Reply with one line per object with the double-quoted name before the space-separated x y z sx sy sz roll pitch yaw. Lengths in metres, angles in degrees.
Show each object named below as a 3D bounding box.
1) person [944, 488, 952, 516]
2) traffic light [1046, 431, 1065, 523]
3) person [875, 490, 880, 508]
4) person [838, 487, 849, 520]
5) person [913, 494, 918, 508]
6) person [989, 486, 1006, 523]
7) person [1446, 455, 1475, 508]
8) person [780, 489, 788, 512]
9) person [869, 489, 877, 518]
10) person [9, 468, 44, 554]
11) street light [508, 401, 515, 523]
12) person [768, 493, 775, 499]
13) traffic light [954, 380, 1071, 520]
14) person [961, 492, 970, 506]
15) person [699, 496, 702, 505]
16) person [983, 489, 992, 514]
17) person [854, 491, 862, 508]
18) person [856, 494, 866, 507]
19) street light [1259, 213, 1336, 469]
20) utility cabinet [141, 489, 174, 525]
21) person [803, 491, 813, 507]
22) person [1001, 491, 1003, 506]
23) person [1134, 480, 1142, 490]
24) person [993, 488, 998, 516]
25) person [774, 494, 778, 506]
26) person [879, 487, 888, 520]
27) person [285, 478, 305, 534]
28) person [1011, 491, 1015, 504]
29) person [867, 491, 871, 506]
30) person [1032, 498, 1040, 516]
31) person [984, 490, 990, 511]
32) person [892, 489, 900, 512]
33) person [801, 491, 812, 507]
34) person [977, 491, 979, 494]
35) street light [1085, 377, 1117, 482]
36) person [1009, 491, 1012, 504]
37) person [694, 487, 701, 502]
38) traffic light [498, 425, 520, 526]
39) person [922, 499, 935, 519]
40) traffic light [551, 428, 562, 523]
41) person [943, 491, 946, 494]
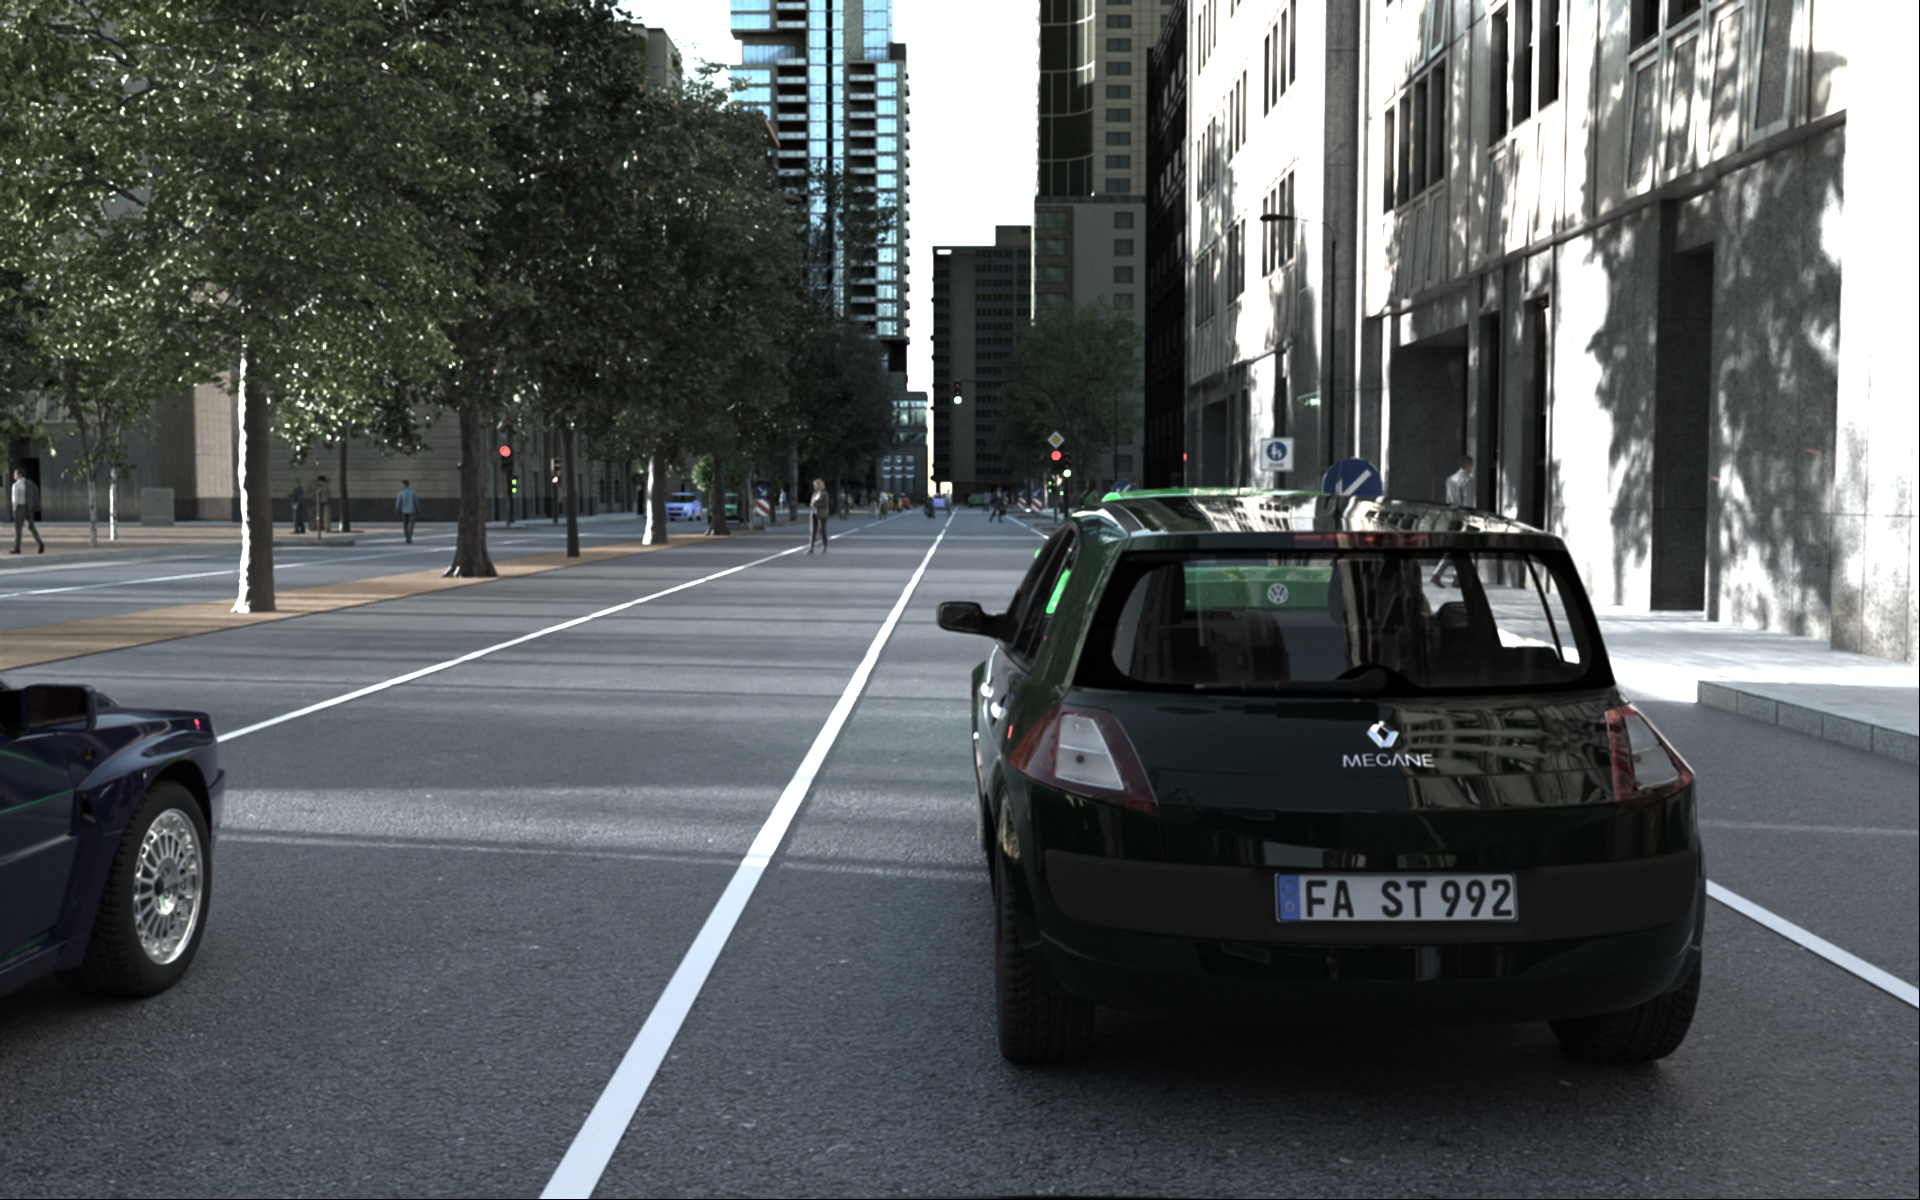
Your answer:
"person" -0.741 -6.336 112.324 0.478 1.798 0.641 3 5 40
"traffic light" 4.246 -5.392 77.078 0.839 4.253 0.868 0 4 0
"person" -8.958 -10.750 184.206 1.348 1.831 0.705 -1 4 -16
"person" -6.545 -5.418 97.279 0.583 1.804 0.606 2 4 35
"person" -4.580 -10.220 178.824 0.599 1.433 0.991 -2 4 -31
"person" 1.893 -4.809 87.086 0.622 1.834 0.822 -3 5 -40
"person" 6.828 -1.066 23.586 0.853 1.813 0.709 -2 4 -24
"person" -13.943 -7.861 136.896 0.638 1.841 0.748 -3 5 -41
"person" -5.170 -5.762 103.253 0.519 1.759 0.362 0 4 2
"person" -20.109 -1.906 37.308 0.850 1.850 0.679 1 4 16
"street light" -19.506 -6.397 77.134 1.470 5.913 1.316 0 4 0
"person" -20.066 -10.791 182.489 1.348 1.823 0.705 -1 4 -10
"traffic light" 2.131 -5.767 68.958 4.771 5.953 1.251 0 4 0
"person" 0.699 -12.112 207.358 1.217 1.723 0.721 -2 4 -26
"person" -22.541 -8.475 149.625 0.505 1.210 0.382 3 4 37
"person" 1.883 -6.913 121.793 0.793 1.790 0.793 0 4 -2
"person" -10.878 -10.745 184.702 1.217 1.766 0.721 3 4 37
"person" -10.963 -11.299 193.313 1.350 1.814 0.705 2 4 30
"street light" 5.648 -3.443 28.840 1.470 5.913 1.316 0 4 0
"utility cabinet" -32.535 -3.764 70.212 1.173 1.500 0.318 -1 4 -9
"person" -17.089 -11.446 195.662 1.348 1.821 0.705 1 4 11
"person" 4.728 -11.401 195.050 0.705 1.807 1.348 -1 4 -9
"person" 6.409 -3.413 62.030 0.728 1.800 0.709 0 4 -5
"person" 2.439 -6.361 112.419 0.656 1.842 0.836 -2 4 -32
"person" -20.222 -10.982 188.779 0.799 1.438 0.628 -1 4 -9
"person" -4.254 -5.314 95.601 0.478 1.798 0.641 -2 4 -30
"person" -21.502 -3.046 56.020 0.590 1.801 0.661 -2 4 -26
"person" 6.786 -13.262 223.545 0.621 1.740 0.551 2 4 29
"person" -10.661 -11.954 203.958 0.705 1.822 1.348 -3 5 -40
"person" 4.845 -6.227 110.672 0.624 1.780 0.694 0 4 -4
"person" 2.331 -8.611 149.490 0.583 1.804 0.606 1 4 15
"person" -5.071 -7.812 136.405 0.661 1.801 0.590 -2 4 -35
"person" -17.407 -11.523 197.001 1.348 1.812 0.705 1 4 14
"person" 2.151 -12.281 209.381 0.705 1.812 1.348 3 4 37
"street light" 5.656 -5.884 68.739 1.470 5.913 1.316 0 4 0
"person" 6.514 -13.132 221.545 0.742 1.727 0.445 3 5 40
"person" -20.016 -7.711 132.144 0.660 1.820 0.620 1 4 15
"traffic light" -18.038 -4.906 69.141 0.839 4.253 0.868 0 4 0
"person" -1.827 -5.223 99.399 0.738 1.151 1.012 2 4 33
"traffic light" -15.923 -6.268 77.155 4.771 5.953 1.251 0 4 0
"person" -1.610 -10.660 183.247 0.683 1.767 0.568 1 4 20
